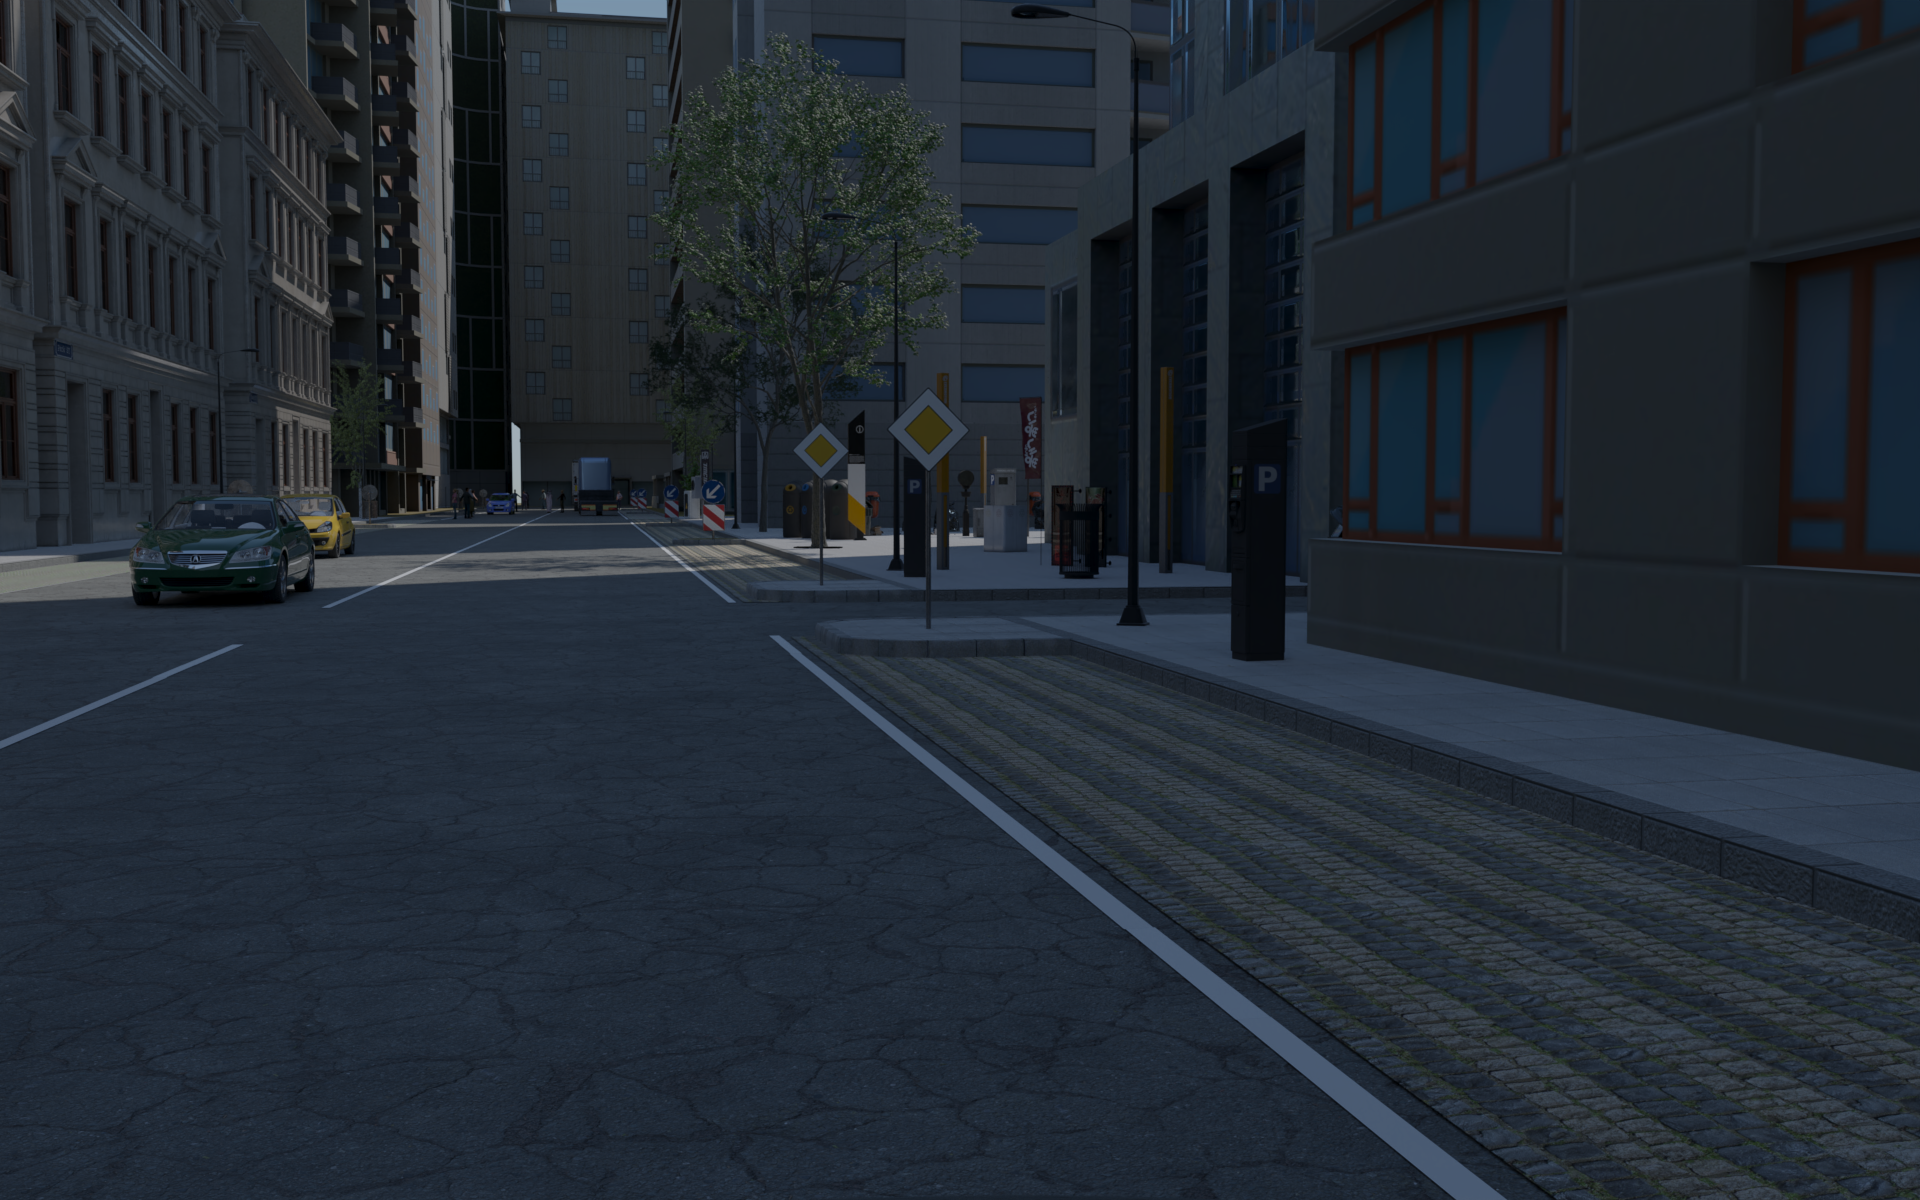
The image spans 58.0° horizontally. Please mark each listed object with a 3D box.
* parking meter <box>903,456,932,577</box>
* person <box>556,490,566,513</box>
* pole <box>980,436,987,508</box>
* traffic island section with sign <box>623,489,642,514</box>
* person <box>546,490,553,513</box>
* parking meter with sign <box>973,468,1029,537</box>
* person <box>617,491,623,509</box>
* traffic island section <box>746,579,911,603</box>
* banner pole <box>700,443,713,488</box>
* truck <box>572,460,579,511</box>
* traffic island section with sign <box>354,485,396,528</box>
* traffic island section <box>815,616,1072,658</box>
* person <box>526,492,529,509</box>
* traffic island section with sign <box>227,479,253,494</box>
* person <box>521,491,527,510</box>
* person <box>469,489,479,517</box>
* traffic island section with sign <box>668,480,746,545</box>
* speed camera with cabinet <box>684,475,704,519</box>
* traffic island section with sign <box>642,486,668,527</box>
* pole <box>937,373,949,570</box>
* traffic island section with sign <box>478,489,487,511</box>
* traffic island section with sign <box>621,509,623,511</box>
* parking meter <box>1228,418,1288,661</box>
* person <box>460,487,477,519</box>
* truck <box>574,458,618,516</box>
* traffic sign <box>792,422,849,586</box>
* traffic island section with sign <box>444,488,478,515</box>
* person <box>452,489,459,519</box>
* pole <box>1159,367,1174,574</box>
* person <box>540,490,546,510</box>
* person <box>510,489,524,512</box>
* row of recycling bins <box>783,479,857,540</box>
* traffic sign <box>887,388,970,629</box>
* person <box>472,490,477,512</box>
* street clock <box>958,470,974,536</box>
[{"bbox_3d":[-0.657,-1.286,26.735,0.399,1.863,0.255,1,4,13],"label":"parking meter"},{"bbox_3d":[-30.526,-7.557,132.584,0.721,1.766,1.217,1,4,19],"label":"person"},{"bbox_3d":[0.829,-4.119,61.183,0.158,3.312,0.155,0,3,0],"label":"pole"},{"bbox_3d":[-22.927,-7.071,124.233,1.989,1.847,2.006,-1,4,-12],"label":"traffic island section with sign"},{"bbox_3d":[-30.643,-7.348,129.311,0.551,1.740,0.621,0,4,-2],"label":"person"},{"bbox_3d":[1.263,-3.386,51.622,1.738,3.016,0.543,-1,4,-19],"label":"parking meter with sign"},{"bbox_3d":[-32.014,-9.358,162.433,0.756,1.711,0.436,3,5,43],"label":"person"},{"bbox_3d":[-1.925,-0.125,24.327,2.009,0.180,2.903,-1,4,-12],"label":"traffic island section"},{"bbox_3d":[-12.374,-5.815,85.100,0.863,3.779,0.401,2,4,24],"label":"banner pole"},{"bbox_3d":[-31.676,-9.706,147.602,2.839,4.237,11.283,-1,4,-12],"label":"truck"},{"bbox_3d":[-24.969,-3.955,73.299,1.989,1.847,2.006,-1,4,-12],"label":"traffic island section with sign"},{"bbox_3d":[-0.282,0.353,16.512,2.009,0.180,2.903,-1,4,-12],"label":"traffic island section"},{"bbox_3d":[-42.812,-9.867,171.293,0.415,1.643,0.593,-1,4,-17],"label":"person"},{"bbox_3d":[-19.306,-2.309,46.382,1.989,1.847,2.006,-1,4,-12],"label":"traffic island section with sign"},{"bbox_3d":[-39.109,-8.934,155.483,0.541,1.710,0.530,0,4,-8],"label":"person"},{"bbox_3d":[-30.052,-5.955,106.597,0.721,1.736,1.217,1,4,22],"label":"person"},{"bbox_3d":[-7.175,-2.486,49.278,1.989,1.847,2.006,-1,4,-12],"label":"traffic island section with sign"},{"bbox_3d":[-13.501,-5.733,88.068,0.660,3.252,2.038,-2,4,-24],"label":"speed camera with cabinet"},{"bbox_3d":[-12.857,-4.141,76.327,1.989,1.847,2.006,-1,4,-12],"label":"traffic island section with sign"},{"bbox_3d":[-0.289,-2.166,29.252,0.158,3.312,0.155,0,3,0],"label":"pole"},{"bbox_3d":[-40.660,-8.522,147.956,1.989,1.847,2.006,-1,4,-12],"label":"traffic island section with sign"},{"bbox_3d":[-28.478,-8.684,150.613,1.989,1.847,2.006,-1,4,-12],"label":"traffic island section with sign"},{"bbox_3d":[2.295,-0.468,13.369,0.399,1.863,0.255,-1,4,-17],"label":"parking meter"},{"bbox_3d":[-28.666,-5.645,100.825,1.348,1.821,0.705,2,4,29],"label":"person"},{"bbox_3d":[-25.645,-8.098,122.153,2.967,4.110,18.799,-1,4,-13],"label":"truck"},{"bbox_3d":[-1.947,-1.260,24.245,0.795,2.450,0.064,-1,4,-12],"label":"traffic sign"},{"bbox_3d":[-35.074,-6.895,121.365,1.989,1.847,2.006,-1,4,-12],"label":"traffic island section with sign"},{"bbox_3d":[-28.773,-5.451,98.348,0.721,1.743,1.217,-1,4,-14],"label":"person"},{"bbox_3d":[3.334,-2.086,27.953,0.158,3.312,0.155,0,3,0],"label":"pole"},{"bbox_3d":[-38.600,-9.282,160.347,0.705,1.814,1.350,-2,4,-34],"label":"person"},{"bbox_3d":[-35.879,-8.026,139.718,1.348,1.826,0.705,-2,4,-35],"label":"person"},{"bbox_3d":[-3.990,-2.618,49.920,1.069,1.692,3.534,-2,4,-35],"label":"row of recycling bins"},{"bbox_3d":[-0.303,-0.782,16.431,0.795,2.450,0.064,-1,4,-12],"label":"traffic sign"},{"bbox_3d":[-36.593,-7.418,130.486,0.721,1.736,1.217,-3,4,-36],"label":"person"},{"bbox_3d":[0.181,-2.942,52.676,0.471,2.002,0.358,-1,4,-13],"label":"street clock"}]
